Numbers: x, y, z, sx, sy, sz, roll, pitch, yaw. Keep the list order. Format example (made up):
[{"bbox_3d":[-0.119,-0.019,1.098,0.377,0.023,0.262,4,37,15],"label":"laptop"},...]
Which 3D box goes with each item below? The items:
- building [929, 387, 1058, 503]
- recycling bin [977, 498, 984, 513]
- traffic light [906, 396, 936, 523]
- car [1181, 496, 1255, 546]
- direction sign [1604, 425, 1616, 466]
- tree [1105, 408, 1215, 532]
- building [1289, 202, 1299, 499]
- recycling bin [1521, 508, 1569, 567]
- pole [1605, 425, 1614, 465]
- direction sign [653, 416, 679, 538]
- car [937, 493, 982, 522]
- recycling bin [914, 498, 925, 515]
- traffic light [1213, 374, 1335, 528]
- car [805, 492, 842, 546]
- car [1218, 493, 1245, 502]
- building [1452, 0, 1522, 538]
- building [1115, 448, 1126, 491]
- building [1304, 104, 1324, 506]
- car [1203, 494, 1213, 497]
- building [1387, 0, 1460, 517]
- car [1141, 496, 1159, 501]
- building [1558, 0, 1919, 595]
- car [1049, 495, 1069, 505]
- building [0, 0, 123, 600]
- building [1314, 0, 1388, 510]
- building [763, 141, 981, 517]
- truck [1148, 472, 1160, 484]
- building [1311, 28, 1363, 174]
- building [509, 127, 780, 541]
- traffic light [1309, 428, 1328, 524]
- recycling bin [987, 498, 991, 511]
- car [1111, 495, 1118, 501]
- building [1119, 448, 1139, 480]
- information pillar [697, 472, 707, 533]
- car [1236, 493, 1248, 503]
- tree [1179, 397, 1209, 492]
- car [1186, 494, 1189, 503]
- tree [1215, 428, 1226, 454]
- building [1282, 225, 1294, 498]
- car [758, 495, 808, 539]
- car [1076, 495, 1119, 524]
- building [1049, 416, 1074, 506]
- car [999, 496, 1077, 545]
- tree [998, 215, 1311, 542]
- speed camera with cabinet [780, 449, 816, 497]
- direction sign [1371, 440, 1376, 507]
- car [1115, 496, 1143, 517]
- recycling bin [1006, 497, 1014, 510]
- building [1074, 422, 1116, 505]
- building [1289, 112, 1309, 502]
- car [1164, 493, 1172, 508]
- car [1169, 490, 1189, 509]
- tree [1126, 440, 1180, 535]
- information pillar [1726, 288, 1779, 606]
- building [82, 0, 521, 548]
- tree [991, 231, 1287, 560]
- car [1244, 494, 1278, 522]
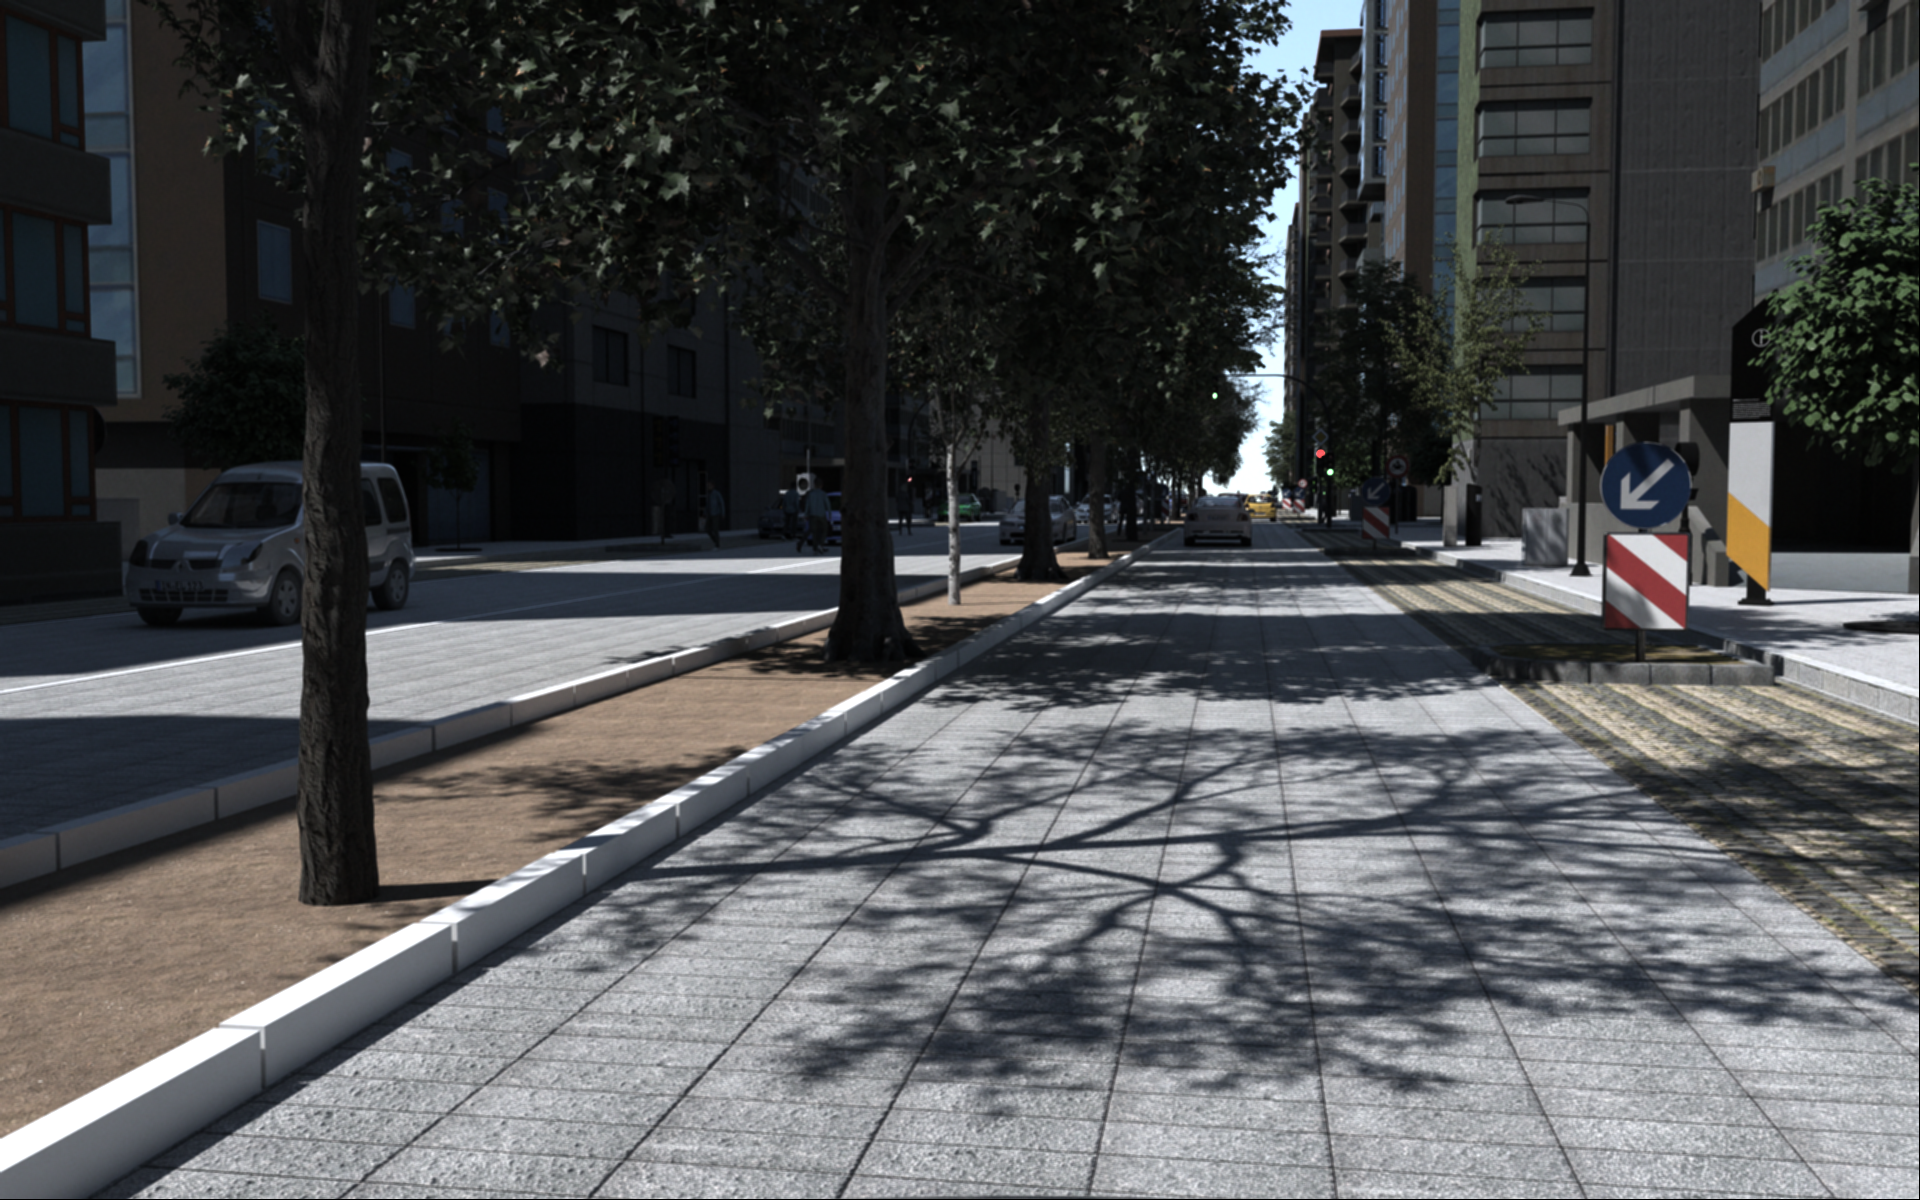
[{"bbox_3d":[-1.453,-44.259,161.882,20.563,71.187,20.611,1,4,9],"label":"building"},{"bbox_3d":[1.146,-6.476,118.434,0.722,1.027,0.722,-3,5,-44],"label":"recycling bin"},{"bbox_3d":[-0.128,-6.188,75.840,4.771,5.953,1.251,1,4,9],"label":"traffic light"},{"bbox_3d":[7.292,-2.238,48.958,2.083,1.381,4.827,1,4,9],"label":"car"},{"bbox_3d":[18.124,-3.451,48.416,0.876,3.537,0.379,1,4,13],"label":"direction sign"},{"bbox_3d":[7.230,-6.880,65.307,4.737,8.622,4.395,0,3,0],"label":"tree"},{"bbox_3d":[59.452,-36.570,252.540,22.147,44.769,28.867,1,4,9],"label":"building"},{"bbox_3d":[10.421,-1.119,30.857,0.722,1.027,0.722,1,4,12],"label":"recycling bin"},{"bbox_3d":[16.865,-3.132,45.051,0.158,3.312,0.155,0,3,0],"label":"pole"},{"bbox_3d":[-8.532,-3.568,50.331,0.876,3.537,0.379,2,4,24],"label":"direction sign"},{"bbox_3d":[-0.008,-4.904,88.984,1.959,1.807,4.718,1,4,9],"label":"car"},{"bbox_3d":[-2.488,-5.883,108.737,0.722,1.027,0.722,1,4,9],"label":"recycling bin"},{"bbox_3d":[11.858,-5.564,65.633,4.771,5.953,1.251,1,4,9],"label":"traffic light"},{"bbox_3d":[-3.240,-2.424,49.230,1.945,1.707,3.694,1,4,9],"label":"car"},{"bbox_3d":[16.658,-6.020,107.460,2.155,1.783,4.494,0,4,8],"label":"car"},{"bbox_3d":[22.983,-22.715,54.986,14.154,41.232,14.086,1,4,9],"label":"building"},{"bbox_3d":[13.908,-39.477,265.051,23.786,49.044,30.456,1,4,9],"label":"building"},{"bbox_3d":[43.797,-30.596,183.838,14.154,41.232,14.086,1,4,9],"label":"building"},{"bbox_3d":[43.470,-17.890,302.286,2.009,1.686,4.222,1,4,10],"label":"car"},{"bbox_3d":[32.151,-27.487,99.528,14.600,45.320,14.200,1,4,9],"label":"building"},{"bbox_3d":[14.411,-7.378,130.423,2.009,1.686,4.222,1,4,11],"label":"car"},{"bbox_3d":[27.447,-20.493,26.943,32.217,40.220,23.993,1,4,9],"label":"building"},{"bbox_3d":[5.386,-5.504,102.347,2.083,1.381,4.827,1,4,10],"label":"car"},{"bbox_3d":[-27.707,-10.187,11.605,27.650,21.520,28.899,1,4,9],"label":"building"},{"bbox_3d":[38.739,-49.876,128.144,22.319,86.520,31.000,1,4,9],"label":"building"},{"bbox_3d":[-15.286,-26.330,122.372,32.217,40.220,23.993,1,4,9],"label":"building"},{"bbox_3d":[23.088,-13.460,209.829,2.967,4.110,18.799,1,4,9],"label":"truck"},{"bbox_3d":[44.171,-31.025,161.878,22.147,44.769,28.867,1,4,9],"label":"building"},{"bbox_3d":[-18.786,-37.814,56.513,20.611,71.187,20.563,1,4,9],"label":"building"},{"bbox_3d":[15.226,-5.162,73.318,0.839,4.253,0.868,1,4,9],"label":"traffic light"},{"bbox_3d":[2.205,-6.822,124.094,0.722,1.027,0.722,2,4,30],"label":"recycling bin"},{"bbox_3d":[17.313,-11.095,193.982,1.945,1.354,3.894,1,4,9],"label":"car"},{"bbox_3d":[19.091,-40.802,290.821,21.300,48.544,21.600,1,4,9],"label":"building"},{"bbox_3d":[-8.424,-3.187,56.597,0.304,2.012,0.304,-1,4,-15],"label":"information pillar"},{"bbox_3d":[19.389,-6.802,120.252,2.155,1.783,4.494,1,4,9],"label":"car"},{"bbox_3d":[6.443,-6.557,60.031,4.360,8.622,3.978,0,3,0],"label":"tree"},{"bbox_3d":[24.267,-11.052,189.499,1.959,1.807,4.718,1,4,9],"label":"car"},{"bbox_3d":[16.023,-10.057,117.255,4.737,8.622,4.395,0,3,0],"label":"tree"},{"bbox_3d":[65.603,-40.844,291.495,21.300,48.544,21.600,1,4,9],"label":"building"},{"bbox_3d":[-5.255,-2.720,56.472,2.014,1.417,4.499,1,4,9],"label":"car"},{"bbox_3d":[6.723,-4.430,84.436,2.014,1.417,4.499,1,4,10],"label":"car"},{"bbox_3d":[1.848,-53.488,187.201,22.319,86.520,31.000,1,4,9],"label":"building"},{"bbox_3d":[2.303,-2.315,50.207,2.083,1.381,4.827,1,4,10],"label":"car"},{"bbox_3d":[5.160,-8.495,51.713,12.009,13.543,11.850,0,3,0],"label":"tree"},{"bbox_3d":[-7.408,-5.057,77.018,2.038,3.252,0.660,2,4,28],"label":"speed camera with cabinet"},{"bbox_3d":[17.560,-4.988,73.548,0.379,3.537,0.876,1,4,23],"label":"direction sign"},{"bbox_3d":[10.594,-5.947,109.594,2.083,1.381,4.827,1,4,11],"label":"car"},{"bbox_3d":[3.930,-7.858,141.026,0.722,1.027,0.722,3,5,44],"label":"recycling bin"},{"bbox_3d":[14.260,-28.784,242.316,14.160,30.474,14.107,1,4,9],"label":"building"},{"bbox_3d":[45.851,-33.522,198.192,14.600,45.320,14.200,1,4,9],"label":"building"},{"bbox_3d":[18.041,-8.742,152.524,1.945,1.707,3.694,1,4,9],"label":"car"},{"bbox_3d":[20.489,-9.467,163.452,2.281,1.827,5.304,1,4,9],"label":"car"},{"bbox_3d":[3.307,-5.529,43.221,4.360,8.622,3.978,0,3,0],"label":"tree"},{"bbox_3d":[9.140,-1.750,19.965,0.504,3.616,0.183,3,5,43],"label":"information pillar"},{"bbox_3d":[-19.806,-23.872,40.425,14.600,45.320,14.200,1,4,9],"label":"building"},{"bbox_3d":[3.045,-7.123,37.053,7.486,12.596,7.792,0,3,0],"label":"tree"},{"bbox_3d":[15.424,-4.843,89.411,2.015,1.641,3.980,0,4,8],"label":"car"}]
